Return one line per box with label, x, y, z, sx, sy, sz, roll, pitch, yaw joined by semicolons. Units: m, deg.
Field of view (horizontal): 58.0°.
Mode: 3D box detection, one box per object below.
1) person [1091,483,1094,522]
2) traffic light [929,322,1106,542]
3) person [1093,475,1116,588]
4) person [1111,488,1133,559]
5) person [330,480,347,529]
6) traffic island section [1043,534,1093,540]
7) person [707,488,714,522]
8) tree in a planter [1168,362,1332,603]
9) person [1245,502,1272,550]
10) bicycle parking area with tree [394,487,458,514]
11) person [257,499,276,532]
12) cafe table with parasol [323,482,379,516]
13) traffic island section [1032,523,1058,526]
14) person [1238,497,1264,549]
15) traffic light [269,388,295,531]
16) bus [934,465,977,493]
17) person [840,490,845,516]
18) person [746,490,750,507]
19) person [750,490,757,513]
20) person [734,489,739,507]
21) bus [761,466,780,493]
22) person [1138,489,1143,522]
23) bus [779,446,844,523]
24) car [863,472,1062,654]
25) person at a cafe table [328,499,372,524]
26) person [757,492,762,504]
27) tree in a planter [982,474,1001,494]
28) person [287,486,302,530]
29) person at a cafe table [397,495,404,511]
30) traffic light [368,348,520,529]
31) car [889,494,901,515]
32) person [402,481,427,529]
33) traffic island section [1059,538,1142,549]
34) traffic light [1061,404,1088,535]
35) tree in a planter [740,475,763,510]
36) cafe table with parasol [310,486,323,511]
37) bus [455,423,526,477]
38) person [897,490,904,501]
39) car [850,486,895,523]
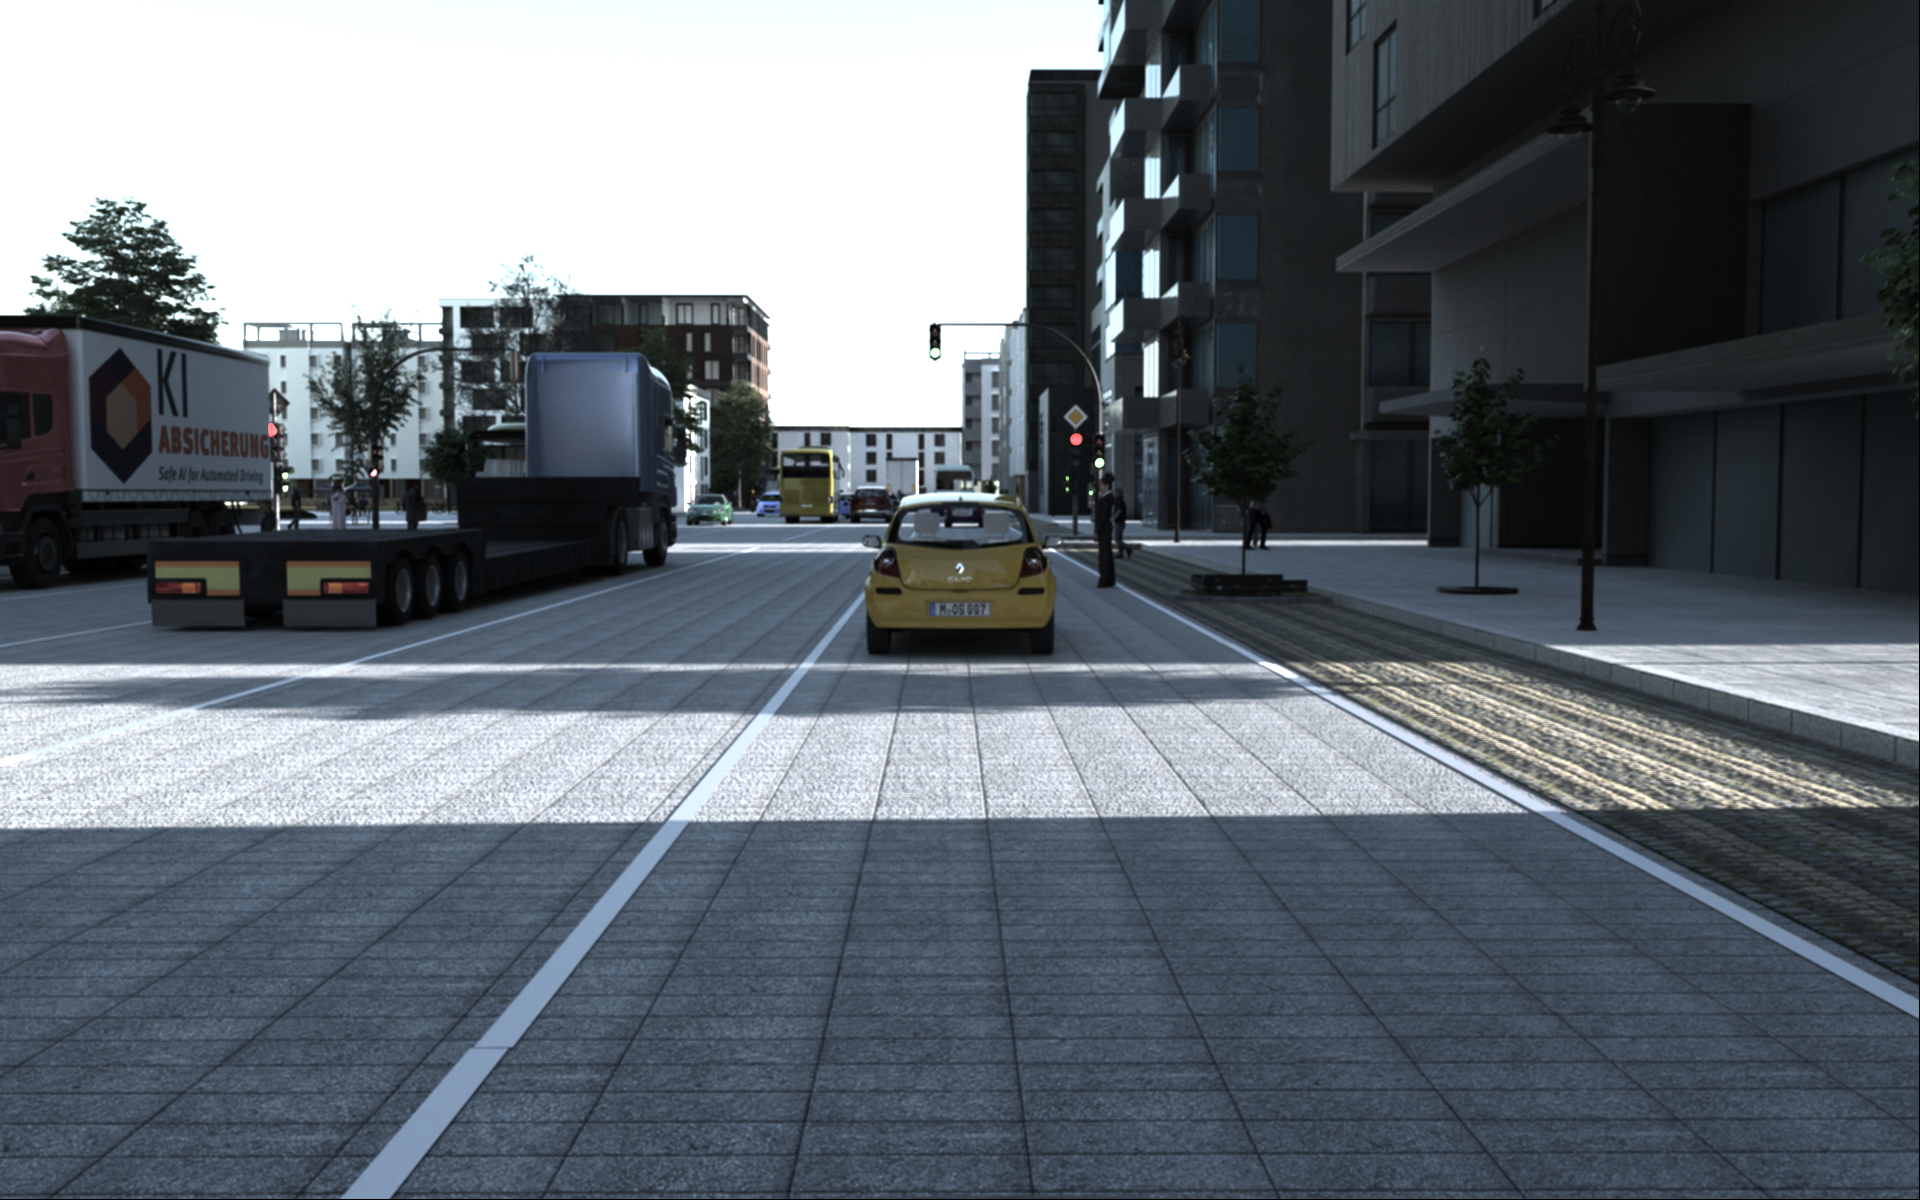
person;6.123;-4.441;78.781;0.434;1.807;0.598;2;4;25
traffic light;1.565;-4.365;46.028;4.771;5.953;1.251;0;4;0
person;2.169;-1.068;26.768;0.445;1.727;0.742;-1;4;-17
person;3.540;-1.672;38.048;0.471;1.553;0.569;3;5;40
person;-21.051;-3.175;58.623;0.621;1.740;0.551;3;5;44
traffic island section;3.633;-1.957;54.285;2.009;0.180;2.903;0;4;0
person;-12.885;-4.913;89.534;0.504;1.737;0.576;0;4;-4
tree in a planter;3.873;-1.609;23.528;1.991;3.239;1.994;0;4;0
person;6.892;-1.936;39.915;0.590;1.554;0.614;1;4;19
bicycle parking area with tree;-32.399;-7.705;112.976;9.016;4.147;8.231;1;4;21
person;-11.425;-0.984;28.506;0.340;1.345;0.435;-3;4;-39
cafe table with parasol;-35.049;-5.883;101.060;2.610;1.966;2.610;2;4;25
traffic island section;3.435;-3.430;78.949;1.991;0.108;1.994;0;4;0
person;6.858;-2.122;40.858;0.598;1.807;0.434;3;5;41
traffic light;-18.165;-3.491;46.000;0.839;4.253;0.868;0;4;0
bus;-0.303;-7.444;116.574;2.948;3.499;13.247;0;4;0
person;-7.722;-6.363;113.481;0.436;1.711;0.756;2;4;32
person;-21.656;-10.436;177.197;0.721;1.766;1.217;0;4;6
person;-15.874;-7.606;133.386;0.721;1.766;1.217;-2;4;-35
person;-21.813;-10.008;169.546;0.599;1.838;0.709;0;4;-2
bus;-16.152;-10.191;158.166;2.896;3.916;12.252;0;4;-1
person;8.518;-4.419;80.513;0.429;1.552;0.499;0;4;-1
bus;-7.508;-5.904;88.073;2.896;3.916;12.252;0;4;-2
car;0.019;-0.409;16.915;2.015;1.641;3.980;0;4;1
person at a cafe table;-26.051;-3.986;73.684;1.622;1.524;1.698;1;4;9
person;-13.613;-6.568;118.095;0.499;1.552;0.429;0;4;-8
tree in a planter;2.828;-9.747;156.588;1.991;3.239;1.994;0;4;0
person;-22.976;-3.155;59.832;0.471;1.553;0.569;0;4;-4
person at a cafe table;-41.133;-7.182;128.288;1.698;1.238;1.726;-1;4;-11
traffic light;-16.136;-4.854;54.036;4.771;5.953;1.251;0;4;0
car;-4.353;-5.627;103.791;2.131;1.459;4.920;0;4;-1
person;-12.395;-1.840;39.411;0.431;1.722;0.655;-2;4;-35
traffic island section;3.696;-1.469;46.300;2.009;0.180;2.903;0;4;0
traffic light;3.593;-3.991;54.170;0.839;4.253;0.868;0;4;0
tree in a planter;-18.739;-9.732;156.332;1.991;3.239;1.994;0;4;0
cafe table with parasol;-44.790;-7.217;122.864;2.610;1.966;2.610;-2;4;-32
bus;-15.381;-4.383;63.202;2.896;3.916;12.252;0;4;-2
person;-4.051;-6.495;115.508;0.655;1.722;0.431;1;4;14
car;-4.435;-4.832;87.671;2.281;1.827;5.304;0;4;0
